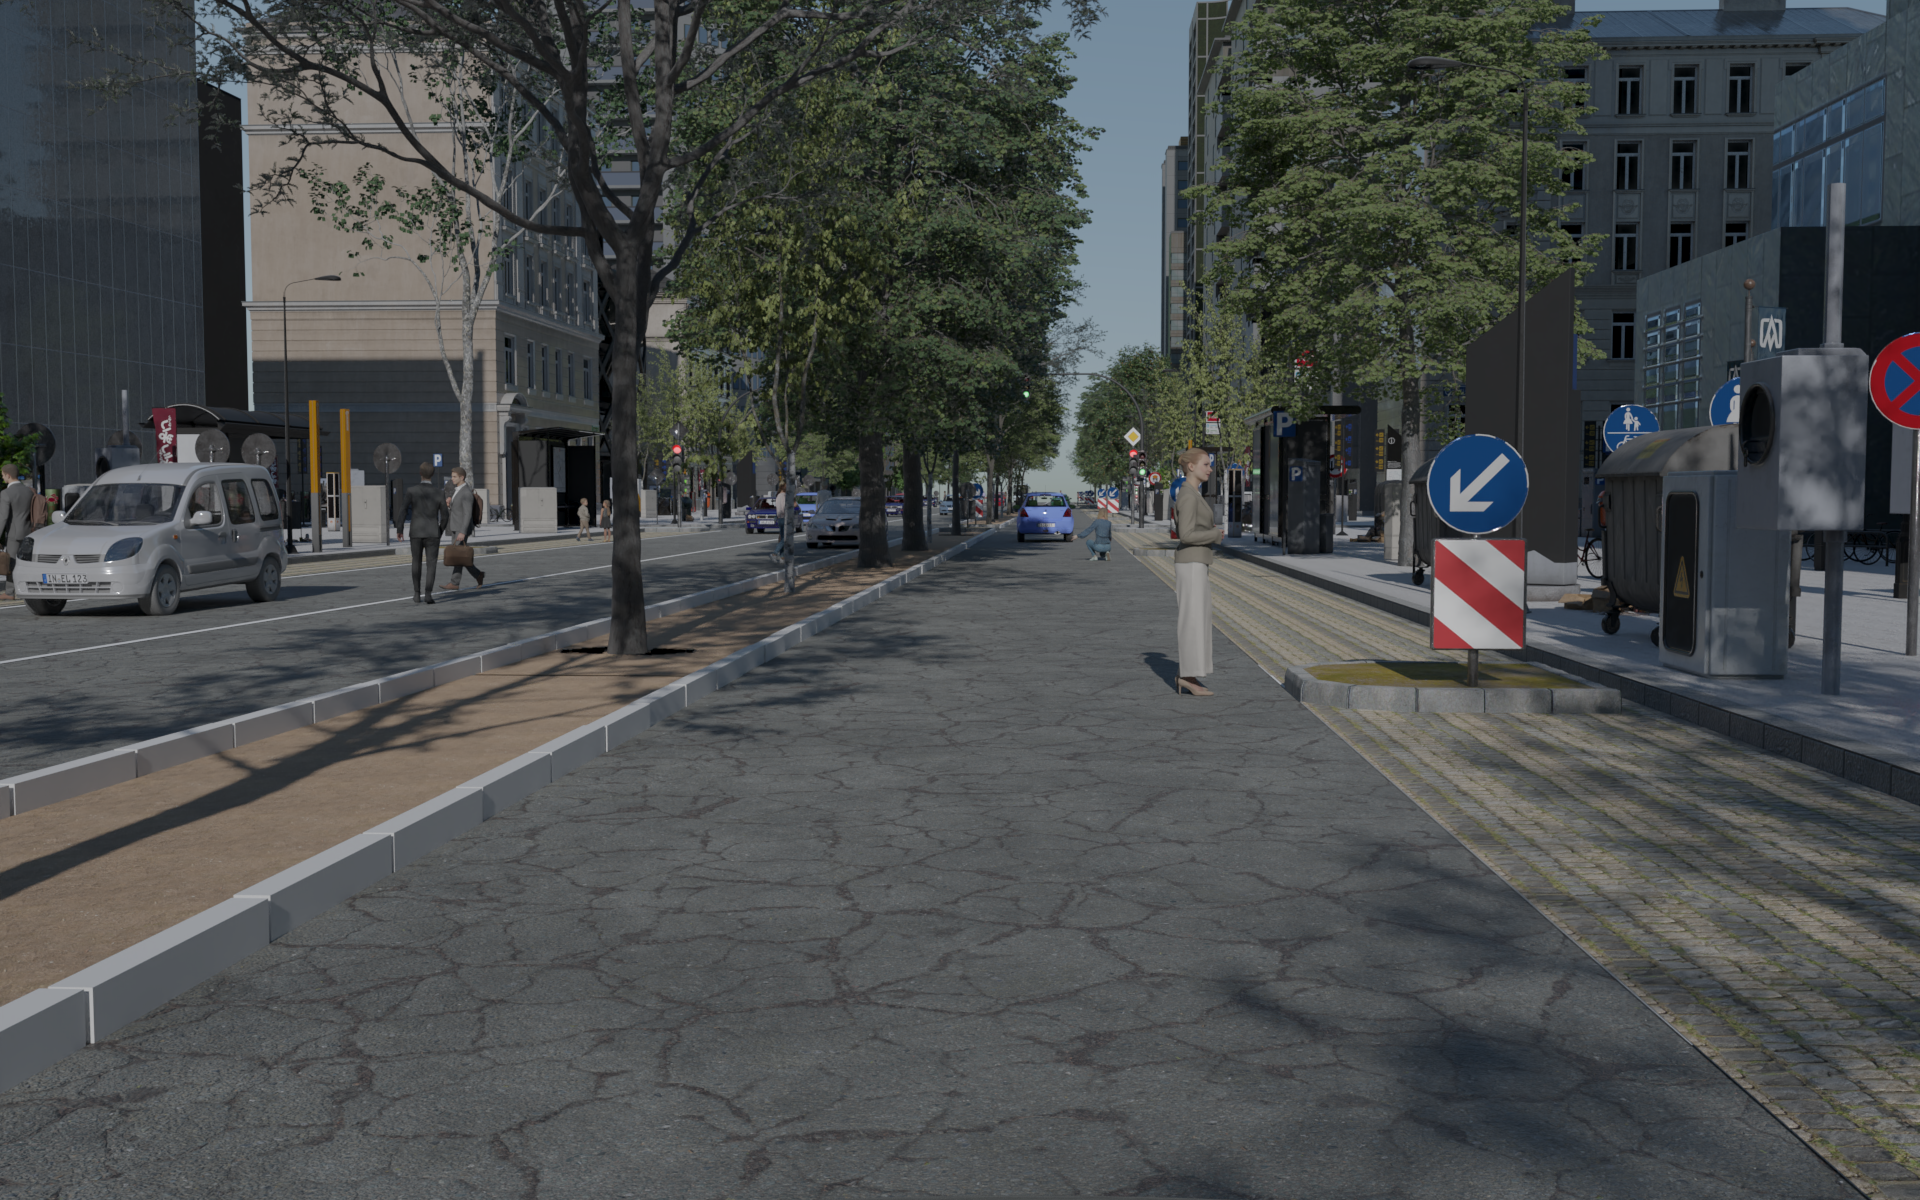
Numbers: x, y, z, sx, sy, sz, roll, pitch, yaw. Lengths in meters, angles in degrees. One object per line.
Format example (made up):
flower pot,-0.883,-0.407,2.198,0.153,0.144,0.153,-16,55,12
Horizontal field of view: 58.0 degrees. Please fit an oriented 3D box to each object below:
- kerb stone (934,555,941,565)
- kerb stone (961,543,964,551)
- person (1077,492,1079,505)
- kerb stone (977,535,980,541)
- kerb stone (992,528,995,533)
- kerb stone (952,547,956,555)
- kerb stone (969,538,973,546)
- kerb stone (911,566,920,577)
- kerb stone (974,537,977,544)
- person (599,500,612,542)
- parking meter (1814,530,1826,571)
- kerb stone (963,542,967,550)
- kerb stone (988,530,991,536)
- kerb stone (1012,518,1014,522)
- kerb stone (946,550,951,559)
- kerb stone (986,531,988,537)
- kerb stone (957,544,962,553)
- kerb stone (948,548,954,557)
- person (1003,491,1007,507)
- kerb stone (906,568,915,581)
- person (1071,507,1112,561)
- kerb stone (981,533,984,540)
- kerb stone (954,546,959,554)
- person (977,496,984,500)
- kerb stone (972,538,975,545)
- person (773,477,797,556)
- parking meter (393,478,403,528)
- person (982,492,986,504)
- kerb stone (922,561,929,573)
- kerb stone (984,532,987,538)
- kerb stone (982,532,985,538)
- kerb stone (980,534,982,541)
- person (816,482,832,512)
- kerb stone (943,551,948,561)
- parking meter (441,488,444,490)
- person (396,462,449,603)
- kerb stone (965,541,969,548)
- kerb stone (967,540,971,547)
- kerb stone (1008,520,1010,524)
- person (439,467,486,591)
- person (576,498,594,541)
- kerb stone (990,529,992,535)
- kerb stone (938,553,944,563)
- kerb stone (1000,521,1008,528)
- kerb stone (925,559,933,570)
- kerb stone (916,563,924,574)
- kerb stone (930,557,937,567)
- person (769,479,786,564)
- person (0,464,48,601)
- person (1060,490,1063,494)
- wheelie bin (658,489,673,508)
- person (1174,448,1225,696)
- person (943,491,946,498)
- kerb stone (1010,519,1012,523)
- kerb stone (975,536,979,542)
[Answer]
kerb stone,-0.526,-0.764,34.686,0.120,0.150,1.000,0,4,3
kerb stone,-0.045,-1.265,42.875,0.120,0.150,1.000,0,4,3
person,14.499,-12.382,211.655,0.721,1.736,1.217,0,4,8
kerb stone,0.444,-1.759,51.057,0.120,0.150,1.000,0,4,3
kerb stone,1.054,-2.391,61.285,0.120,0.150,1.000,0,4,3
kerb stone,-0.231,-1.077,39.810,0.120,0.150,1.000,0,4,3
kerb stone,0.206,-1.515,46.965,0.120,0.150,1.000,0,4,3
kerb stone,-0.835,-0.446,29.571,0.120,0.150,1.000,0,4,3
kerb stone,0.316,-1.640,49.007,0.120,0.150,1.000,0,4,3
person,-10.537,-2.340,51.427,0.362,1.253,0.373,-3,5,-44
parking meter,14.501,-1.420,28.926,0.399,1.863,0.255,0,4,1
kerb stone,0.019,-1.327,43.896,0.120,0.150,1.000,0,4,3
kerb stone,0.864,-2.202,58.207,0.120,0.150,1.000,0,4,3
kerb stone,2.428,-3.804,84.395,0.120,0.150,1.000,0,4,3
kerb stone,-0.339,-0.952,37.762,0.120,0.150,1.000,0,4,3
kerb stone,0.746,-2.076,56.162,0.120,0.150,1.000,0,4,3
kerb stone,-0.102,-1.202,41.855,0.120,0.150,1.000,0,4,3
kerb stone,-0.289,-1.011,38.788,0.120,0.150,1.000,0,4,3
person,5.143,-11.584,198.621,0.721,1.735,1.217,-1,4,-17
kerb stone,-0.892,-0.389,28.550,0.120,0.150,1.000,0,4,3
person,2.904,-1.419,37.203,1.012,1.151,0.738,-1,4,-14
kerb stone,0.573,-1.890,53.097,0.120,0.150,1.000,0,4,3
kerb stone,-0.164,-1.134,40.834,0.120,0.150,1.000,0,4,3
person,1.669,-9.497,163.804,1.348,1.821,0.705,0,4,3
kerb stone,0.263,-1.571,47.986,0.120,0.150,1.000,0,4,3
person,-4.040,-1.934,40.094,0.573,1.828,0.580,-1,4,-14
parking meter,-21.104,-3.629,65.052,0.255,1.863,0.399,-3,5,-41
person,3.502,-15.023,253.998,0.709,1.838,0.599,0,4,2
kerb stone,-0.708,-0.576,31.613,0.120,0.150,1.000,0,4,3
kerb stone,0.692,-2.015,55.141,0.120,0.150,1.000,0,4,3
kerb stone,0.622,-1.953,54.121,0.120,0.150,1.000,0,4,3
kerb stone,0.505,-1.828,52.077,0.120,0.150,1.000,0,4,3
person,-4.396,-2.946,56.542,0.514,1.842,0.818,-2,4,-27
kerb stone,-0.405,-0.890,36.742,0.120,0.150,1.000,0,4,3
parking meter,-19.362,-3.476,65.237,0.372,1.533,0.369,0,3,0
person,-7.048,-0.886,22.759,0.659,1.850,0.755,-1,4,-16
kerb stone,0.076,-1.390,44.916,0.120,0.150,1.000,0,4,3
kerb stone,0.141,-1.448,45.938,0.120,0.150,1.000,0,4,3
kerb stone,2.065,-3.423,78.262,0.120,0.150,1.000,0,4,3
person,-7.375,-1.057,25.742,0.822,1.834,0.622,-3,5,-41
person,-11.383,-2.424,52.399,0.475,1.303,0.640,2,4,32
kerb stone,0.926,-2.261,59.234,0.120,0.150,1.000,0,4,3
kerb stone,-0.473,-0.827,35.712,0.120,0.150,1.000,0,4,3
kerb stone,1.941,-3.304,76.219,0.120,0.150,1.000,0,4,3
kerb stone,-0.650,-0.639,32.638,0.120,0.150,1.000,0,4,3
kerb stone,-0.780,-0.514,30.591,0.120,0.150,1.000,0,4,3
kerb stone,-0.596,-0.701,33.658,0.120,0.150,1.000,0,4,3
person,-3.676,-1.617,35.610,0.598,1.740,0.731,-3,5,-41
person,-12.541,-0.896,23.114,0.822,1.834,0.622,0,4,7
person,10.873,-10.995,188.142,0.709,1.838,0.599,3,5,40
wheelie bin,-18.072,-6.016,106.277,0.980,1.594,0.693,0,4,-4
person,1.697,-0.199,12.304,0.362,1.759,0.519,0,4,7
person,-1.852,-12.213,208.187,0.705,1.824,1.348,0,4,4
kerb stone,2.242,-3.614,81.326,0.120,0.150,1.000,0,4,3
kerb stone,0.388,-1.703,50.036,0.120,0.150,1.000,0,4,3
